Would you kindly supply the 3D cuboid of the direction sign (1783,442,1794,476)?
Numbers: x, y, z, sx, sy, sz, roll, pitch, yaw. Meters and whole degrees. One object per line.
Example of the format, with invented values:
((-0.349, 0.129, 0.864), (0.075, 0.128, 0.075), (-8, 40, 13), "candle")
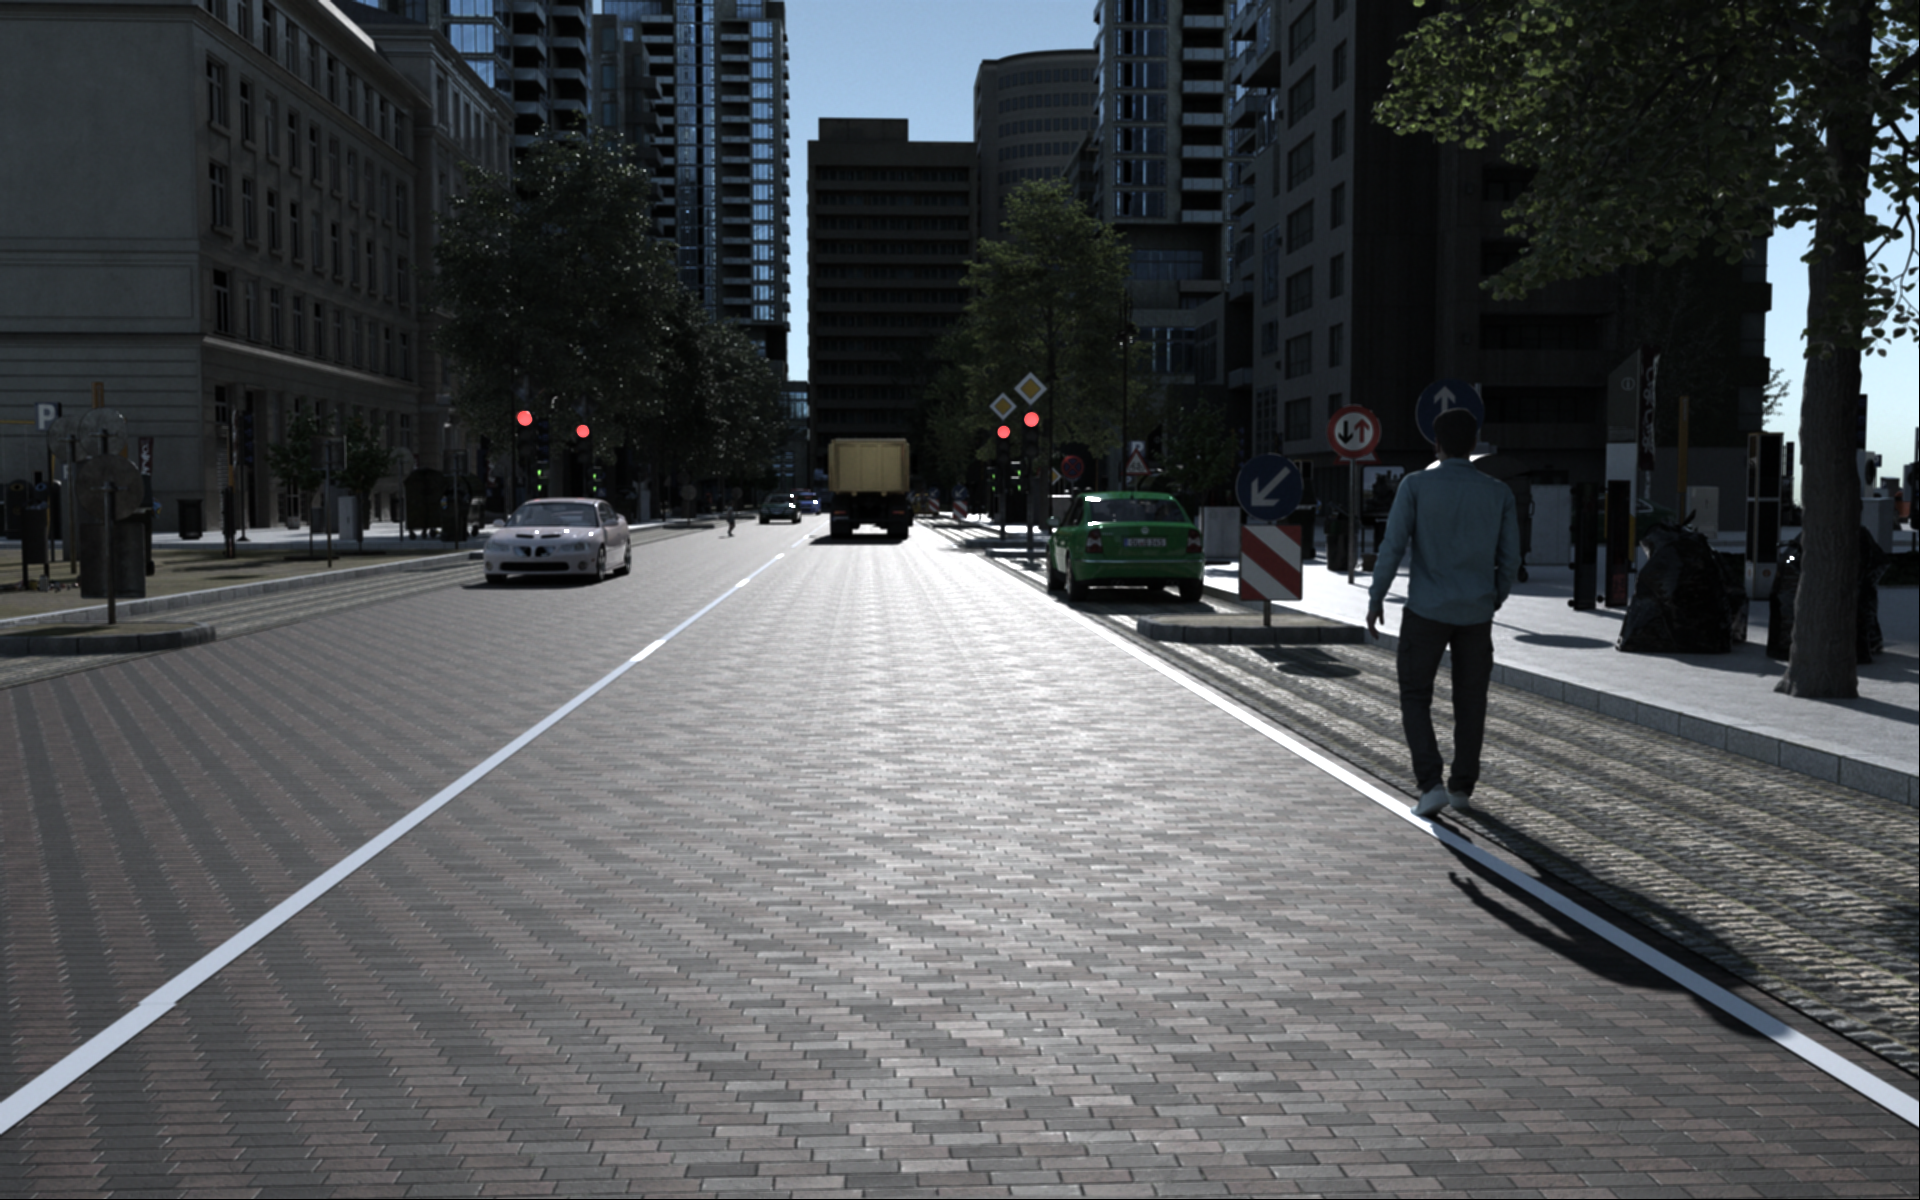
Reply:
((35.920, -5.111, 75.554), (0.379, 3.537, 0.876), (-2, 4, -32), "direction sign")

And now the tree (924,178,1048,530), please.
((3.400, -8.824, 62.399), (7.486, 12.596, 7.792), (0, 3, 0), "tree")

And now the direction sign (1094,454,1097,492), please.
((7.676, -6.492, 98.143), (0.379, 3.537, 0.876), (1, 4, 10), "direction sign")

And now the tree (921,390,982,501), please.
((-0.263, -10.104, 115.560), (4.737, 8.622, 4.395), (0, 3, 0), "tree")

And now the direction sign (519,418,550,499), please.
((-12.600, -3.626, 51.280), (0.876, 3.537, 0.379), (-1, 4, -18), "direction sign")

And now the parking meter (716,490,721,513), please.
((-16.662, -6.804, 119.650), (0.372, 1.533, 0.369), (0, 3, 0), "parking meter")

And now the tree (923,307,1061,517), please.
((1.811, -10.365, 95.224), (9.928, 11.665, 9.643), (0, 3, 0), "tree")

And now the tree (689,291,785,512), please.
((-16.487, -12.156, 105.413), (9.857, 13.997, 8.962), (0, 3, 0), "tree")

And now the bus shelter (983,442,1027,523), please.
((2.120, -5.349, 78.740), (1.731, 3.624, 6.357), (0, 4, -3), "bus shelter")

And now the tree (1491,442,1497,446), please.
((16.567, -3.744, 55.813), (1.663, 3.219, 1.824), (0, 3, 0), "tree")

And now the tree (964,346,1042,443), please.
((2.382, -8.202, 84.466), (4.360, 8.622, 3.978), (0, 3, 0), "tree")

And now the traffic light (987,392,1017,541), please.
((1.163, -3.598, 47.756), (0.839, 4.253, 0.868), (0, 4, -3), "traffic light")

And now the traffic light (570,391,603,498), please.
((-10.181, -3.560, 47.128), (0.839, 4.253, 0.868), (0, 4, -3), "traffic light")

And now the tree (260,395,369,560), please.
((-12.876, -2.405, 33.927), (1.663, 3.219, 1.824), (0, 3, 0), "tree")

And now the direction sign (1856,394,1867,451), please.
((20.101, -2.895, 39.326), (0.876, 3.537, 0.379), (0, 4, 0), "direction sign")

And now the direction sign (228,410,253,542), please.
((-19.421, -3.354, 46.841), (0.379, 3.537, 0.876), (1, 4, 18), "direction sign")

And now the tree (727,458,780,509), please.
((-18.759, -10.148, 149.627), (4.285, 4.588, 4.351), (0, 3, 0), "tree")

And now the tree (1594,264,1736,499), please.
((22.103, -6.407, 55.123), (4.360, 8.622, 3.978), (0, 3, 0), "tree")

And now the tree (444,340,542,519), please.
((-21.146, -7.906, 79.633), (4.737, 8.622, 4.395), (0, 3, 0), "tree")

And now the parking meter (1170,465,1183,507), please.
((4.363, -1.788, 34.951), (0.255, 1.863, 0.399), (1, 4, 10), "parking meter")

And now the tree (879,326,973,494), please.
((-2.961, -20.640, 193.356), (12.611, 20.169, 13.585), (0, 3, 0), "tree")

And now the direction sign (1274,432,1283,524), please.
((11.770, -4.409, 64.087), (0.379, 3.537, 0.876), (0, 4, -8), "direction sign")

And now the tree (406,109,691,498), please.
((-13.901, -9.317, 58.996), (9.857, 13.997, 8.962), (0, 3, 0), "tree")

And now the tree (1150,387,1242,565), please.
((4.305, -2.266, 31.655), (1.663, 3.219, 1.824), (0, 3, 0), "tree")

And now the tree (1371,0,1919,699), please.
((5.817, -5.678, 10.969), (7.486, 12.596, 7.792), (0, 3, 0), "tree")

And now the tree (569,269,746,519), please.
((-15.778, -10.501, 88.703), (9.611, 12.733, 9.660), (0, 3, 0), "tree")

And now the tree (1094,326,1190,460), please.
((7.734, -7.600, 74.615), (4.737, 8.622, 4.395), (0, 3, 0), "tree")

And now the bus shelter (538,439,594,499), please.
((-16.906, -5.136, 75.258), (1.731, 3.624, 6.357), (0, 4, -3), "bus shelter")

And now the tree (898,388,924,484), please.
((-1.920, -14.949, 162.550), (7.486, 12.596, 7.792), (0, 3, 0), "tree")

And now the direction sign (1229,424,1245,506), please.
((9.016, -3.944, 56.478), (0.379, 3.537, 0.876), (-2, 4, -25), "direction sign")

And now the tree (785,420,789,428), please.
((-16.940, -13.158, 121.781), (9.857, 13.997, 8.962), (0, 3, 0), "tree")

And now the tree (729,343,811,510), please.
((-17.580, -13.953, 138.507), (12.009, 13.543, 11.850), (0, 3, 0), "tree")

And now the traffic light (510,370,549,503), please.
((-9.749, -3.072, 39.155), (0.839, 4.253, 0.868), (0, 4, -3), "traffic light")

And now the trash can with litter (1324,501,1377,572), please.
((6.629, -1.076, 28.985), (1.055, 1.170, 0.624), (2, 4, 25), "trash can with litter")

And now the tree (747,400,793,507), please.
((-19.923, -14.737, 166.707), (9.928, 11.665, 9.643), (0, 3, 0), "tree")

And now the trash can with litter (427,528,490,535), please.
((-16.162, -2.725, 55.614), (2.233, 1.210, 1.678), (-2, 4, -30), "trash can with litter")

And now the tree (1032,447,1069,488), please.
((6.293, -8.302, 119.455), (4.285, 4.588, 4.351), (0, 3, 0), "tree")

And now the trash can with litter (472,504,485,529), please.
((-17.759, -3.193, 63.600), (0.624, 1.170, 1.055), (-1, 4, -20), "trash can with litter")

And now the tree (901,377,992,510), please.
((-0.827, -12.497, 138.734), (7.601, 10.594, 8.767), (1, 4, 19), "tree")

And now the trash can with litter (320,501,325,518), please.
((-24.400, -3.377, 66.602), (0.624, 1.170, 1.055), (2, 4, 24), "trash can with litter")

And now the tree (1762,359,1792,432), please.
((29.968, -7.197, 68.030), (4.737, 8.622, 4.395), (0, 3, 0), "tree")

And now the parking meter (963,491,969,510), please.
((0.411, -6.373, 112.607), (0.372, 1.533, 0.369), (0, 3, 0), "parking meter")

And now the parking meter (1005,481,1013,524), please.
((2.083, -4.240, 75.032), (0.399, 1.863, 0.255), (3, 5, 41), "parking meter")

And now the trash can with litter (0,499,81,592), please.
((-12.297, -0.770, 23.643), (1.678, 1.210, 2.233), (0, 4, 2), "trash can with litter")

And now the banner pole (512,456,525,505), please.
((-21.580, -5.772, 84.391), (0.863, 3.779, 0.401), (-2, 4, -32), "banner pole")

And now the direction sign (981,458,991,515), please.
((1.594, -7.141, 108.746), (0.876, 3.537, 0.379), (2, 4, 28), "direction sign")

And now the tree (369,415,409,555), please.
((-12.885, -2.585, 36.870), (1.663, 3.219, 1.824), (0, 3, 0), "tree")

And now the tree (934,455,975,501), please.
((-0.251, -8.857, 128.528), (4.285, 4.588, 4.351), (0, 3, 0), "tree")

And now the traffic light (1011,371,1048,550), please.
((1.595, -3.111, 39.782), (0.839, 4.253, 0.868), (0, 4, -3), "traffic light")
